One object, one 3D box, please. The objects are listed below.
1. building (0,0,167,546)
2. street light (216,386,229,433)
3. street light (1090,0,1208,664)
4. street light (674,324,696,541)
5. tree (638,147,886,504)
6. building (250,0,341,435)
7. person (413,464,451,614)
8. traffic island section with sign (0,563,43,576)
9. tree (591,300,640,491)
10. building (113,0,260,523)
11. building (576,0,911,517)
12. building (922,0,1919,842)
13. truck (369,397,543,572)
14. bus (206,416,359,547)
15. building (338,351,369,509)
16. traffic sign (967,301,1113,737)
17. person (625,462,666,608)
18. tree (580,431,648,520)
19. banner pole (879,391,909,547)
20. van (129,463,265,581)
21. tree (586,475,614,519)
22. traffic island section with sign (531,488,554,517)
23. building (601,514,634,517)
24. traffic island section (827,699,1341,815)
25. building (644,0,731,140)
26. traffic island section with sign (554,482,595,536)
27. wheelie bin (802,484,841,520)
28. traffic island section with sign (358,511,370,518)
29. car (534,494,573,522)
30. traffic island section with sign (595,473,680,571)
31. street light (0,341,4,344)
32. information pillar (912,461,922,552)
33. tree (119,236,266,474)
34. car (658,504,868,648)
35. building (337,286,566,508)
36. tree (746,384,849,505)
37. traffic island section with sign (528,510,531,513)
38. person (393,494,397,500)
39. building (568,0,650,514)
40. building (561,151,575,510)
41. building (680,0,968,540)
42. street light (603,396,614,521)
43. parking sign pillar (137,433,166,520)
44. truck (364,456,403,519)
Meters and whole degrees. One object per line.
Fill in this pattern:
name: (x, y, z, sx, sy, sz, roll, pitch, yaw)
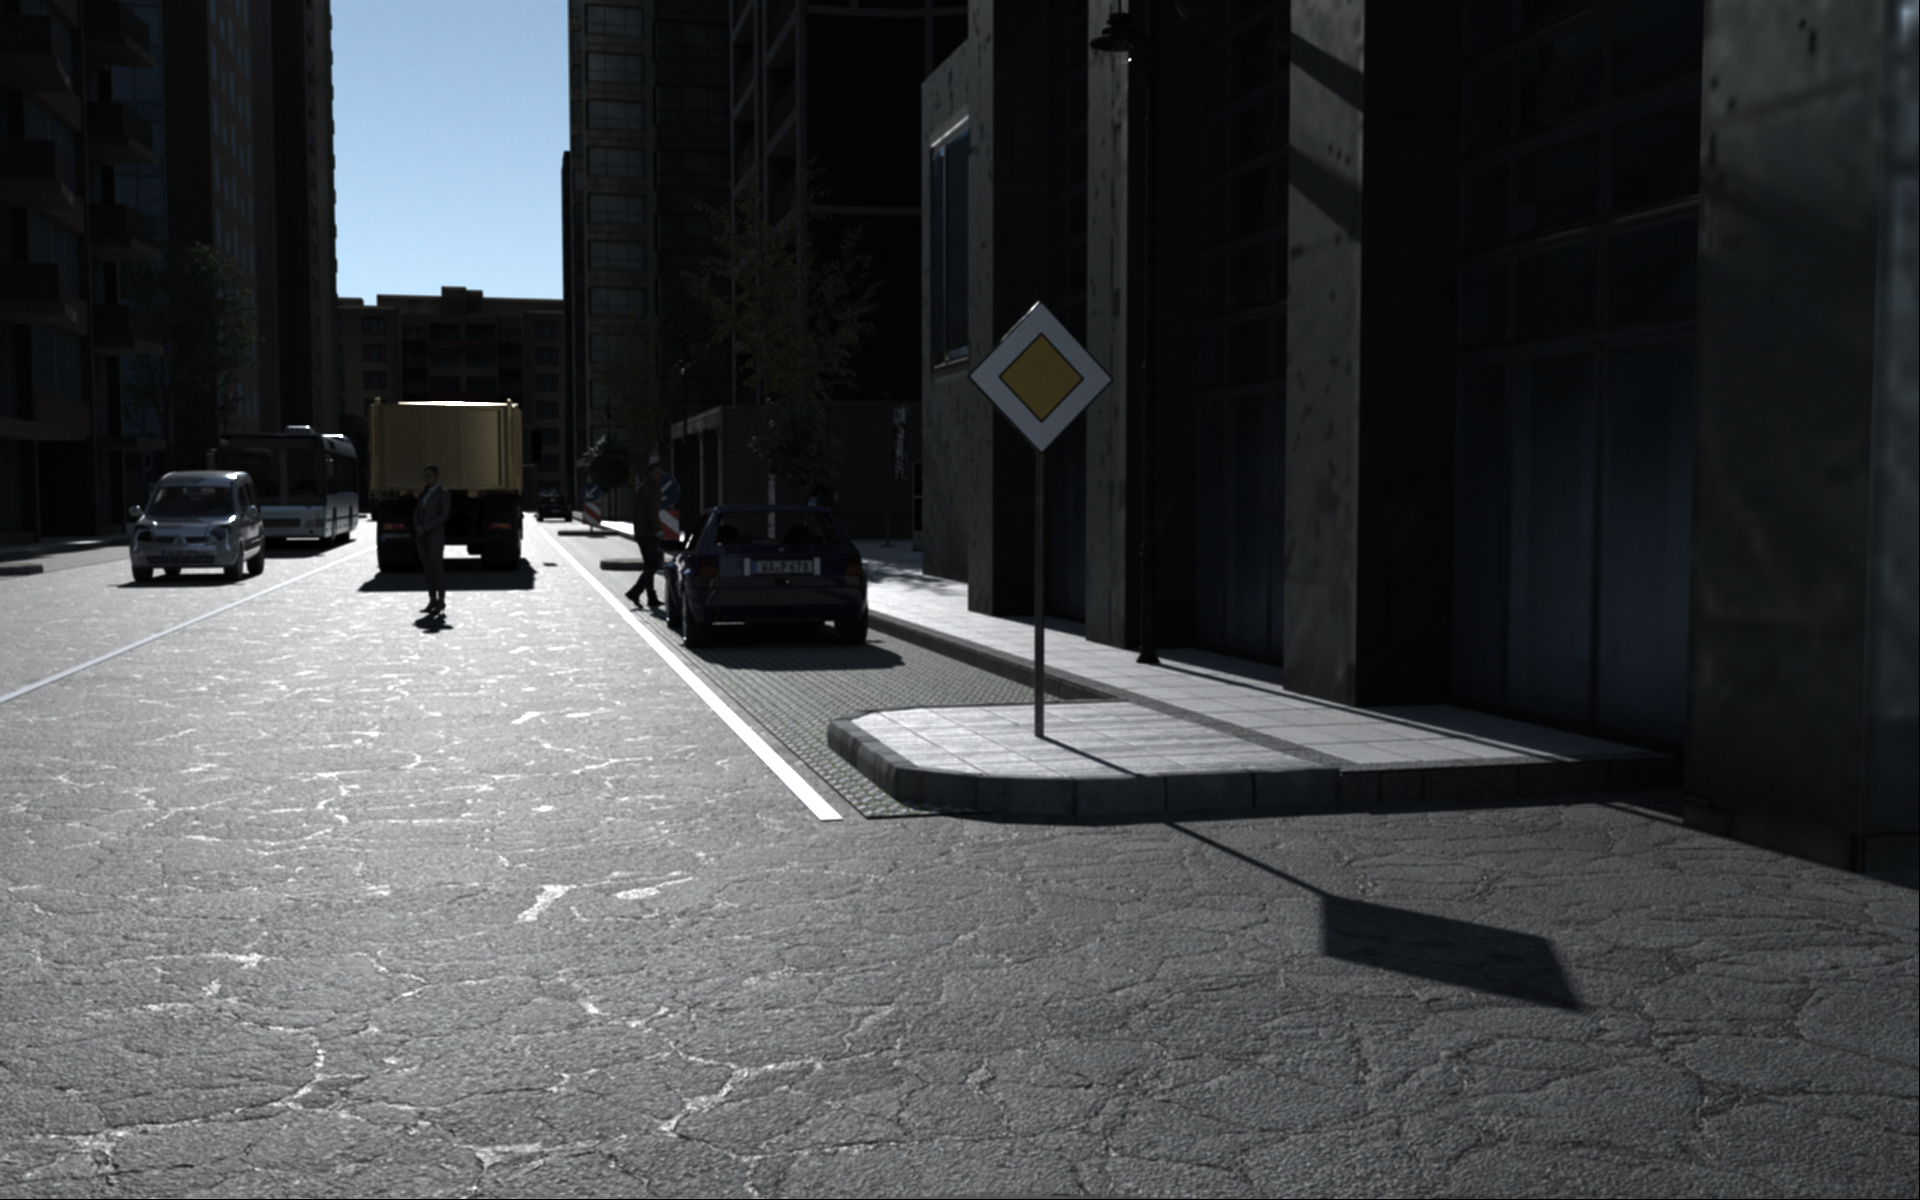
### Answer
building: (-34.256, -23.840, 44.406, 22.147, 44.769, 28.867, -1, 4, -15)
street light: (-31.465, -6.205, 74.236, 0.468, 5.910, 1.993, -1, 4, -15)
street light: (1.432, -2.460, 13.015, 0.468, 5.910, 1.993, -1, 4, -15)
street light: (-7.500, -4.559, 47.331, 0.468, 5.910, 1.993, -1, 4, -15)
tree: (-3.880, -5.341, 37.685, 4.737, 8.622, 4.395, 0, 3, 0)
building: (-51.108, -26.663, 119.538, 14.154, 41.232, 14.086, -1, 4, -15)
person: (-6.413, -0.740, 20.870, 0.520, 1.790, 0.573, 1, 4, 12)
traffic island section with sign: (-17.509, -1.352, 30.735, 1.989, 1.847, 2.006, -1, 4, -15)
tree: (-12.247, -7.117, 66.726, 4.737, 8.622, 4.395, 0, 3, 0)
building: (-42.090, -26.441, 82.422, 14.600, 45.320, 14.200, -1, 4, -15)
building: (-15.933, -41.635, 118.990, 20.563, 71.187, 20.611, -1, 4, -15)
building: (15.548, -43.176, 18.594, 31.000, 86.520, 22.319, -1, 4, -15)
truck: (-10.362, -2.432, 35.688, 3.469, 3.379, 9.791, -1, 4, -14)
bus: (-18.836, -3.312, 49.018, 2.948, 3.499, 13.247, -1, 4, -15)
building: (-64.370, -50.331, 135.591, 31.000, 86.520, 22.319, -1, 4, -15)
traffic sign: (0.416, -0.334, 9.109, 0.795, 2.450, 0.064, -1, 4, -15)
person: (-3.917, -0.820, 21.820, 0.656, 1.842, 0.836, 2, 4, 26)
tree: (-17.331, -6.338, 87.333, 4.285, 4.588, 4.351, 0, 3, 0)
banner pole: (-1.585, -3.189, 42.156, 0.863, 3.779, 0.401, -3, 5, -40)
van: (-13.103, -1.398, 29.872, 2.013, 2.044, 4.112, -1, 4, -15)
tree: (-18.535, -5.859, 90.404, 1.663, 3.219, 1.824, 0, 3, 0)
traffic island section with sign: (-25.522, -6.073, 107.922, 1.989, 1.847, 2.006, -1, 4, -15)
building: (-15.152, -25.603, 102.206, 14.154, 41.232, 14.086, -1, 4, -15)
traffic island section: (0.437, 0.801, 9.192, 2.009, 0.180, 2.903, -1, 4, -15)
building: (-7.082, -18.700, 77.439, 14.160, 30.474, 14.107, -1, 4, -15)
traffic island section with sign: (-12.894, -3.136, 59.901, 1.989, 1.847, 2.006, -1, 4, -15)
wheelie bin: (-2.644, -1.543, 33.140, 0.693, 1.594, 0.980, 0, 4, 1)
traffic island section with sign: (-36.929, -5.871, 104.617, 1.989, 1.847, 2.006, -1, 4, -15)
car: (-21.322, -4.965, 90.958, 2.009, 1.686, 4.222, -1, 4, -16)
traffic island section with sign: (-5.877, -1.503, 33.203, 1.989, 1.847, 2.006, -1, 4, -15)
street light: (-22.439, -4.106, 39.918, 0.468, 5.910, 1.993, -1, 4, -15)
information pillar: (-0.892, -2.092, 38.703, 0.304, 2.012, 0.304, 0, 4, 7)
tree: (-30.503, -8.610, 66.525, 9.928, 11.665, 9.643, 0, 3, 0)
car: (-2.043, -0.305, 17.560, 1.945, 1.354, 3.894, -1, 4, -13)
building: (-49.796, -20.147, 174.446, 28.899, 21.520, 27.650, -1, 4, -15)
tree: (-2.761, -2.205, 30.651, 1.663, 3.219, 1.824, 0, 3, 0)
traffic island section with sign: (-32.431, -7.679, 134.180, 1.989, 1.847, 2.006, -1, 4, -15)
person: (-26.391, -4.261, 81.407, 0.421, 1.427, 0.697, 3, 4, 38)
building: (-23.476, -27.689, 136.308, 14.154, 41.232, 14.086, -1, 4, -15)
building: (-27.246, -23.150, 150.195, 14.160, 30.474, 14.107, -1, 4, -15)
building: (2.174, -37.566, 52.452, 20.563, 71.187, 20.611, -1, 4, -15)
street light: (-16.529, -6.653, 81.559, 0.468, 5.910, 1.993, -1, 4, -15)
parking sign pillar: (-35.096, -5.321, 75.469, 1.447, 3.967, 1.447, 3, 5, 41)
truck: (-32.879, -6.872, 101.270, 2.839, 4.237, 11.283, -1, 4, -13)
